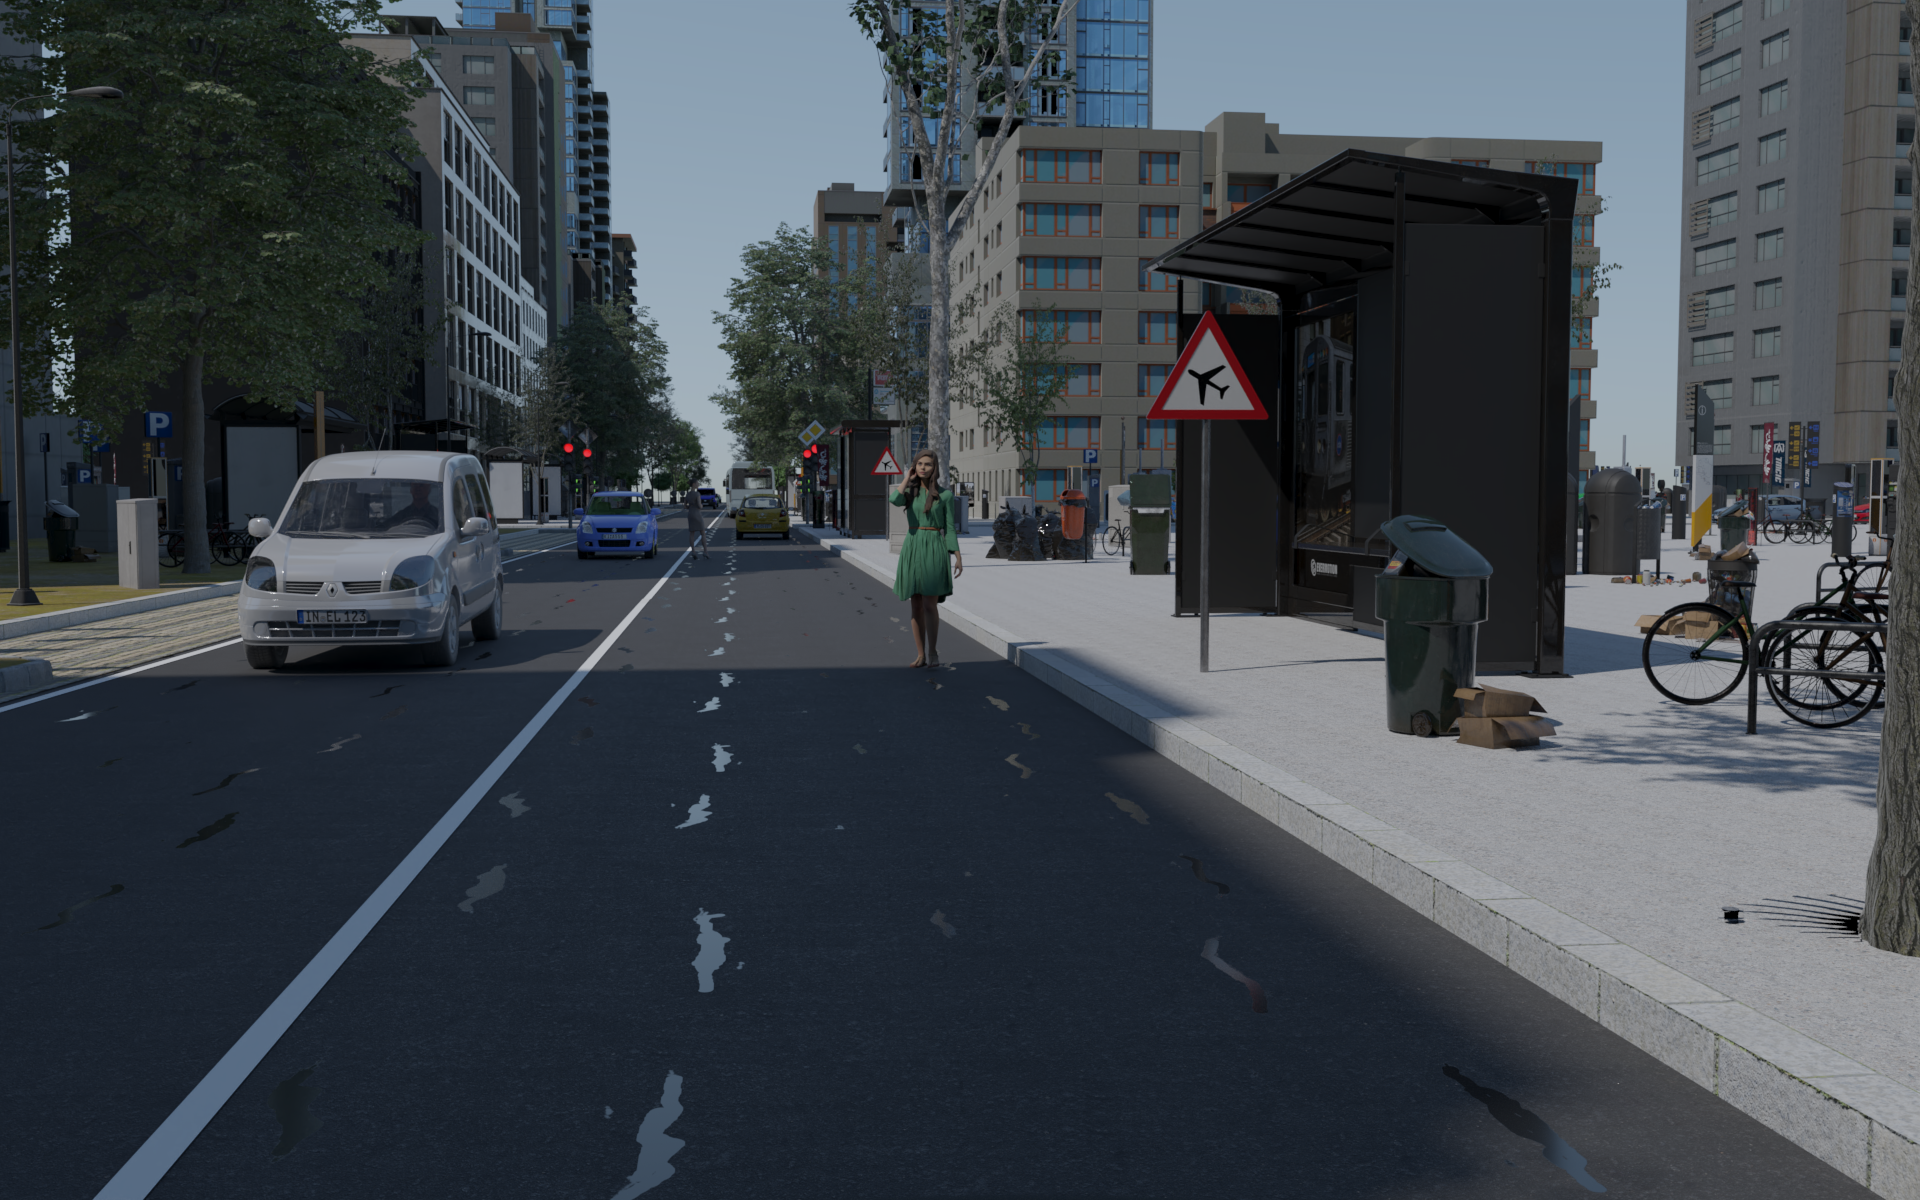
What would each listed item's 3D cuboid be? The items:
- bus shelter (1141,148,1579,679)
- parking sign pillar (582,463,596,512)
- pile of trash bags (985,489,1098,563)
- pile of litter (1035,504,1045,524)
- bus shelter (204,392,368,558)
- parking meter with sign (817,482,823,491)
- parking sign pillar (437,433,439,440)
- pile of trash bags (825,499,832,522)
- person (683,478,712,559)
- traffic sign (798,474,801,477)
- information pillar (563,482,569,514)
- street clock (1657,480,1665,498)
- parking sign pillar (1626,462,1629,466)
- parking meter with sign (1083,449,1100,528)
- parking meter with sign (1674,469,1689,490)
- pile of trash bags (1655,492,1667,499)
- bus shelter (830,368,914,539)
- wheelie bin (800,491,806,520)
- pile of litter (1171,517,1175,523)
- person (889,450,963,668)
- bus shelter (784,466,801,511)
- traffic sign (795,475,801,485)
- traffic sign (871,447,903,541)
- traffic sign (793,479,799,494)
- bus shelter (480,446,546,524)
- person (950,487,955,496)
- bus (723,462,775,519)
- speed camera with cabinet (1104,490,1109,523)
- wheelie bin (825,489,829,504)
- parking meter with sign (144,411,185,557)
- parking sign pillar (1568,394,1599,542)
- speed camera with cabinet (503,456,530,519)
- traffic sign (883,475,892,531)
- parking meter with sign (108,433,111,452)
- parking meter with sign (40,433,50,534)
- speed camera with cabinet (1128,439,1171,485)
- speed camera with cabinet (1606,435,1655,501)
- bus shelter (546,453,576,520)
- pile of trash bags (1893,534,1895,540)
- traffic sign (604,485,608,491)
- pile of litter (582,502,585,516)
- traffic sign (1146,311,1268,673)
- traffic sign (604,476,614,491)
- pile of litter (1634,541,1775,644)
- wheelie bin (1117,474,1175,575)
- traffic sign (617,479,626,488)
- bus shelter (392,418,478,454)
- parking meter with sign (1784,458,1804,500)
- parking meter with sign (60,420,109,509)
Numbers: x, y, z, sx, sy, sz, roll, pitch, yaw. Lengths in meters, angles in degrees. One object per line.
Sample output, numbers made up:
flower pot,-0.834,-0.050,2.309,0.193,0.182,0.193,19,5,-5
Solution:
bus shelter,3.109,-1.451,15.003,1.731,3.624,6.357,0,4,-7
parking sign pillar,-24.952,-7.892,117.504,1.447,3.967,1.447,-1,4,-21
pile of trash bags,1.759,-1.450,33.468,1.912,1.369,3.447,-1,4,-15
pile of litter,3.238,-3.729,74.939,1.176,0.858,1.719,-3,4,-36
bus shelter,-14.320,-2.645,37.177,2.014,3.302,5.546,0,4,-7
parking meter with sign,-8.707,-6.755,106.699,1.738,3.016,0.543,3,5,41
parking sign pillar,-22.047,-5.101,71.867,1.447,3.967,1.447,2,4,26
pile of trash bags,-4.790,-4.159,77.756,1.912,1.369,3.447,-1,4,-21
person,-5.800,-1.799,38.256,0.599,1.781,0.374,2,4,34
traffic sign,-9.317,-6.332,103.633,0.768,2.556,0.104,0,4,1
information pillar,-23.159,-5.959,101.928,0.304,2.012,0.304,-2,4,-33
street clock,34.962,-5.004,86.390,0.358,2.002,0.471,0,4,1
parking sign pillar,56.018,-9.643,146.136,1.447,3.967,1.447,2,4,34
parking meter with sign,5.083,-4.278,66.213,0.543,3.016,1.738,0,4,-3
parking meter with sign,50.169,-7.534,119.436,0.543,3.016,1.738,-3,5,-41
pile of trash bags,56.301,-7.915,139.166,3.447,1.369,1.912,2,4,25
bus shelter,-2.820,-4.615,53.087,2.179,5.291,8.768,0,4,-7
wheelie bin,-7.221,-4.583,82.846,0.980,1.594,0.693,-2,4,-35
pile of litter,9.716,-3.928,78.187,1.176,0.858,1.719,2,4,31
person,-0.272,-0.335,14.222,0.600,1.795,0.529,0,4,1
bus shelter,-11.980,-8.237,128.604,2.014,3.302,5.546,0,4,-7
traffic sign,-9.076,-6.119,100.056,0.884,2.594,0.081,0,4,-3
traffic sign,-2.002,-2.902,47.450,0.884,2.594,0.081,0,4,-3
traffic sign,-10.768,-7.005,115.714,0.795,2.450,0.064,0,4,-5
bus shelter,-19.729,-5.043,76.369,2.014,3.302,5.546,0,4,-7
person,-0.436,-3.865,71.868,0.537,1.800,0.526,0,4,-2
bus,-12.768,-6.715,104.642,2.948,3.499,13.247,-1,4,-9
speed camera with cabinet,7.160,-4.936,75.038,0.660,3.252,2.038,-3,5,-44
wheelie bin,-7.868,-5.882,104.083,0.693,1.594,0.980,-1,4,-10
parking meter with sign,-16.337,-2.434,36.060,1.738,3.016,0.543,3,5,44
parking sign pillar,16.112,-3.556,46.613,1.447,3.967,1.447,-3,4,-37
speed camera with cabinet,-22.665,-5.737,88.144,2.038,3.252,0.660,3,5,43
traffic sign,-2.599,-3.603,59.012,0.768,2.556,0.104,0,4,-4
parking meter with sign,-24.405,-3.194,48.476,0.543,3.016,1.738,0,4,-3
parking meter with sign,-25.509,-3.288,50.021,0.543,3.016,1.738,3,5,44
speed camera with cabinet,6.571,-4.159,62.342,2.038,3.252,0.660,1,4,9
speed camera with cabinet,22.645,-3.923,58.475,2.038,3.252,0.660,-2,4,-35
bus shelter,-20.718,-5.739,87.759,2.014,3.302,5.546,0,4,-7
pile of trash bags,5.263,0.217,6.200,3.447,1.369,1.912,3,4,36
traffic sign,-25.000,-7.517,123.015,0.768,2.556,0.104,0,4,2
pile of litter,-22.478,-5.502,103.916,1.176,0.858,1.719,2,4,31
traffic sign,1.759,-0.758,12.395,0.884,2.594,0.081,0,4,-6
traffic sign,-24.357,-7.337,120.063,0.768,2.556,0.104,0,4,-4
pile of litter,6.737,-0.104,15.672,1.176,0.858,1.719,2,4,24
wheelie bin,2.991,-1.206,27.623,0.980,1.594,0.693,0,4,2
traffic sign,-23.085,-7.092,118.089,0.606,2.300,0.079,0,4,2
bus shelter,-17.066,-3.997,56.632,1.731,3.624,6.357,0,4,-7
parking meter with sign,40.214,-5.345,83.654,0.543,3.016,1.738,-1,4,-9
parking meter with sign,-20.992,-2.760,41.394,0.543,3.016,1.738,-3,5,-43
